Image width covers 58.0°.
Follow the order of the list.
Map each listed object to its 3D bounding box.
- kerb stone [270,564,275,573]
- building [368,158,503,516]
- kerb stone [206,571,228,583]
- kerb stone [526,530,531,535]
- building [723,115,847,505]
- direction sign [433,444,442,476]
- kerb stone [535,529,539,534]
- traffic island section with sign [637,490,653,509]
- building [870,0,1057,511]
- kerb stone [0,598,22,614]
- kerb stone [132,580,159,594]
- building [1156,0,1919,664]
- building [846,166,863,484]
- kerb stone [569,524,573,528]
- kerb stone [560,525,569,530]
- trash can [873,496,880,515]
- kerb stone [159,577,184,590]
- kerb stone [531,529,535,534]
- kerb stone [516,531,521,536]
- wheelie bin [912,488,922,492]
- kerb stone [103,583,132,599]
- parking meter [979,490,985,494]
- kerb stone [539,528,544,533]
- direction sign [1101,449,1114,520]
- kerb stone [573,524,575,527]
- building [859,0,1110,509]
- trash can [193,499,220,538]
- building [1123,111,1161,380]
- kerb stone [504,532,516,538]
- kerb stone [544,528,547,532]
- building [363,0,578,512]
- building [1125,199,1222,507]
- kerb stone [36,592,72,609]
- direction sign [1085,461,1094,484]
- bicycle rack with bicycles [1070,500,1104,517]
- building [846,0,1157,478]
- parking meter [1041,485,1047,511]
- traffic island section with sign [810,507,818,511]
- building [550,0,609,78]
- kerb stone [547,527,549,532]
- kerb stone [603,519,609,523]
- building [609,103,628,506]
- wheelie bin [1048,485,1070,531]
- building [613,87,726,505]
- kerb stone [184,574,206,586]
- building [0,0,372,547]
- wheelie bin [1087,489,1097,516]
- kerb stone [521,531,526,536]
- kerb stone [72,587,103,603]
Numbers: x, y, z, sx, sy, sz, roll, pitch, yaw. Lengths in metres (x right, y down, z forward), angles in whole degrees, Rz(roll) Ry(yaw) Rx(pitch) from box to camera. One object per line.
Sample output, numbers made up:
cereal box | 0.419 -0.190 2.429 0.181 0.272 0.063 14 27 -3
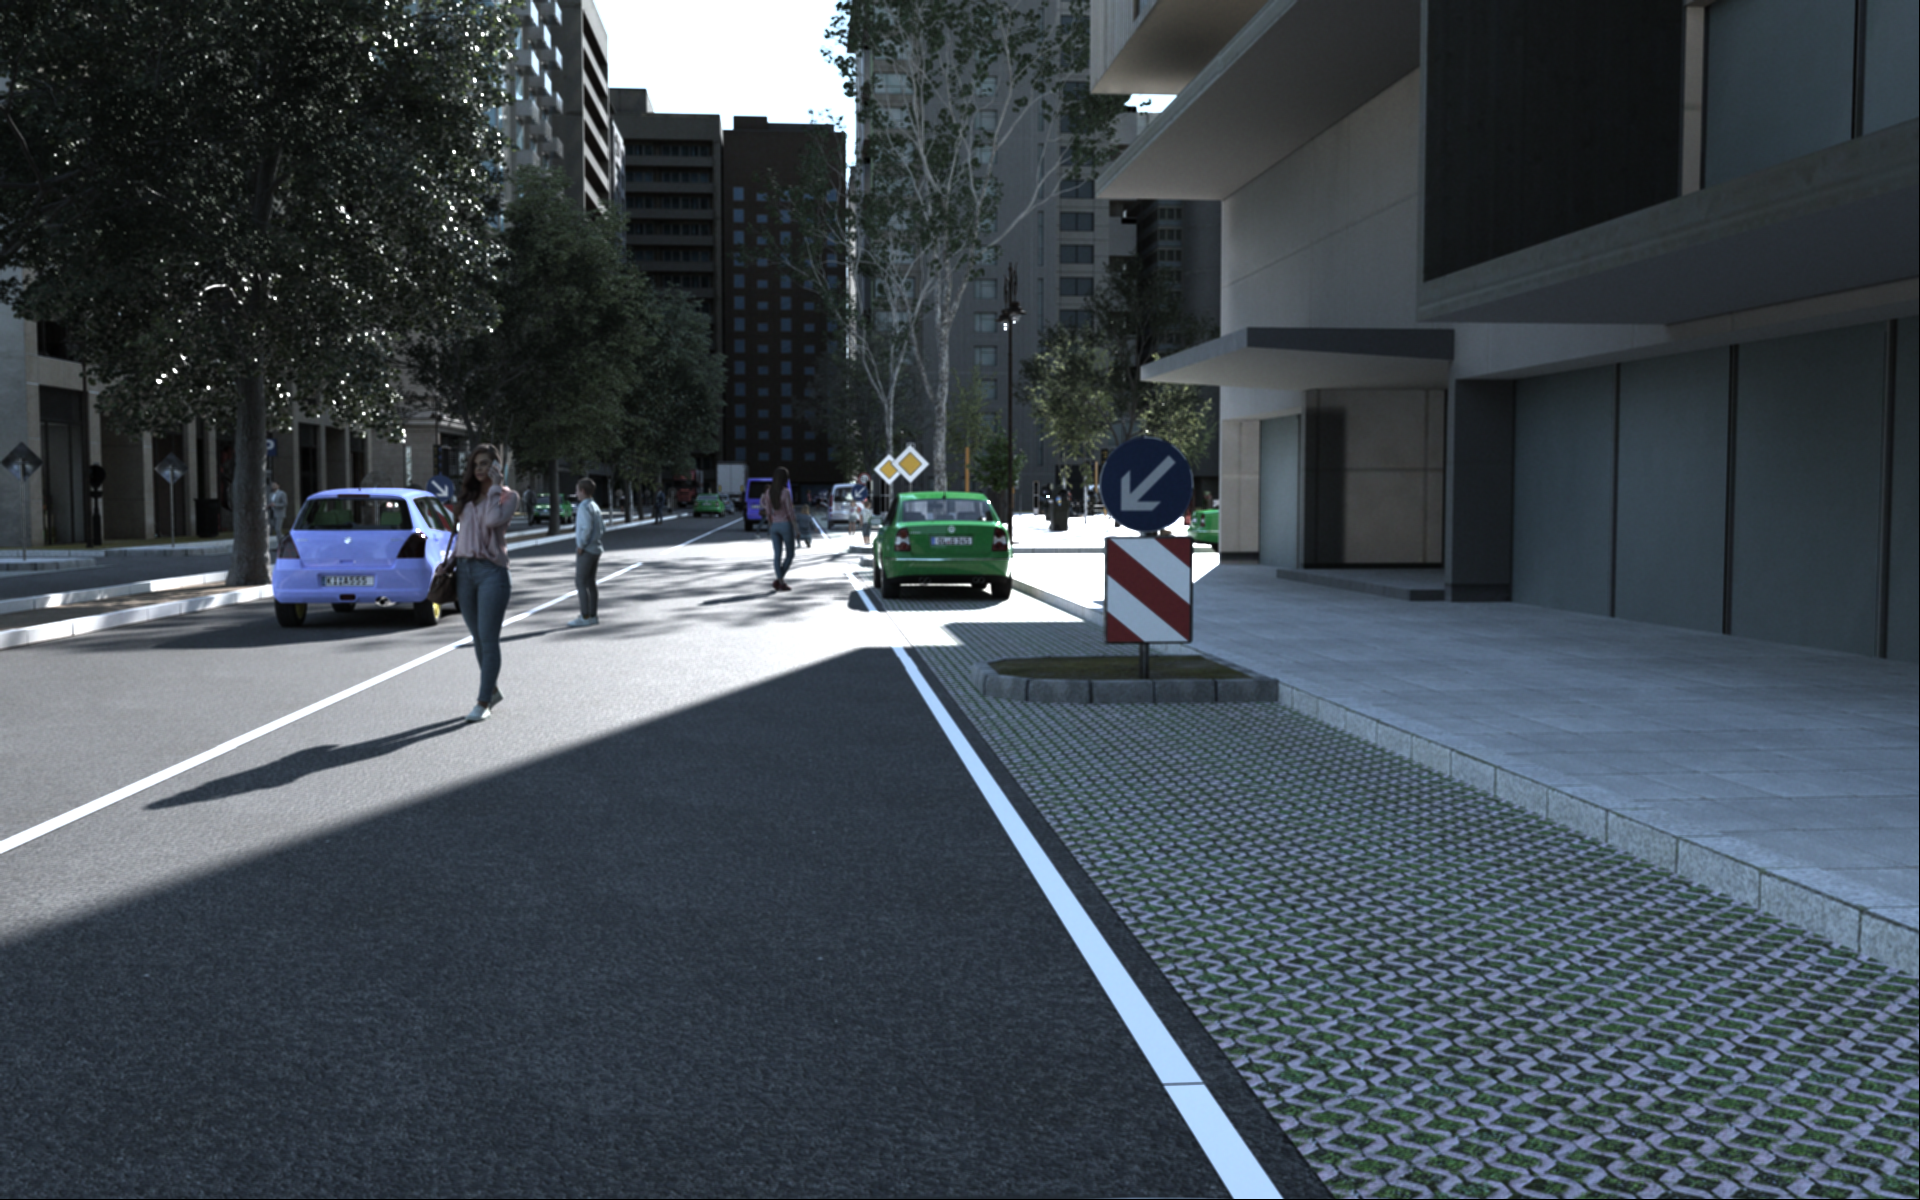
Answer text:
kerb stone | -12.416 -0.544 31.108 0.120 0.150 1.000 0 4 -5
building | -32.898 -14.914 94.752 10.553 20.767 40.483 0 4 -5
kerb stone | -12.125 -0.358 28.047 0.120 0.150 1.000 0 4 -5
kerb stone | -15.157 -2.326 60.219 0.120 0.150 1.000 0 4 -5
building | -20.938 -34.163 208.676 14.200 45.320 14.600 0 4 -5
direction sign | -23.955 -5.350 79.466 0.379 3.537 0.876 0 4 5
kerb stone | -15.348 -2.450 62.255 0.120 0.150 1.000 0 4 -5
traffic island section with sign | -30.544 -9.839 169.503 1.989 1.847 2.006 0 4 -5
building | -0.131 -27.762 137.505 14.154 41.232 14.086 0 4 -5
kerb stone | -11.459 0.080 20.894 0.120 0.150 1.000 0 4 -5
kerb stone | -11.841 -0.170 24.988 0.120 0.150 1.000 0 4 -5
building | 16.936 -26.297 19.202 28.713 52.752 27.495 0 4 -5
building | -6.512 -32.162 209.446 14.086 41.232 14.154 0 4 -5
kerb stone | -16.212 -3.012 71.433 0.120 0.150 1.000 0 4 -5
kerb stone | -16.114 -2.948 70.403 0.120 0.150 1.000 0 4 -5
trash can | -4.895 -5.650 104.027 0.748 1.137 0.748 0 3 0
kerb stone | -11.938 -0.233 26.005 0.120 0.150 1.000 0 4 -5
kerb stone | -15.253 -2.388 61.237 0.120 0.150 1.000 0 4 -5
kerb stone | -14.970 -2.200 58.171 0.120 0.150 1.000 0 4 -5
wheelie bin | -2.282 -5.043 90.359 0.693 1.594 0.980 -3 5 -42
kerb stone | -11.743 -0.106 23.963 0.120 0.150 1.000 0 4 -5
parking meter | 1.458 -6.543 115.384 0.372 1.533 0.369 0 3 0
kerb stone | -15.444 -2.508 63.279 0.120 0.150 1.000 0 4 -5
direction sign | 7.499 -5.797 86.781 0.876 3.537 0.379 1 4 12
kerb stone | -16.305 -3.074 72.454 0.120 0.150 1.000 0 4 -5
building | 1.446 -43.799 154.362 20.563 71.187 20.611 0 4 -5
trash can | -22.108 -2.397 50.850 0.748 1.137 0.748 0 3 0
building | 29.353 -36.559 217.343 30.456 49.044 23.786 0 4 -5
kerb stone | -14.864 -2.131 57.155 0.120 0.150 1.000 0 4 -5
kerb stone | -15.544 -2.575 64.296 0.120 0.150 1.000 0 4 -5
building | -41.924 -31.168 129.198 23.786 49.044 30.456 0 4 -5
building | 29.798 -29.840 179.766 23.993 40.220 32.217 0 4 -5
kerb stone | -11.548 0.017 21.920 0.120 0.150 1.000 0 4 -5
direction sign | 8.787 -7.682 117.597 0.379 3.537 0.876 -3 4 -38
bicycle rack with bicycles | 6.984 -5.250 99.225 2.852 0.926 2.925 2 4 28
building | 3.041 -36.111 179.657 28.713 52.752 27.495 0 4 -5
parking meter | 5.331 -6.366 109.794 0.399 1.863 0.255 0 4 -4
traffic island section with sign | -13.865 -9.980 171.806 1.989 1.847 2.006 0 4 -5
building | -43.210 -32.507 155.196 21.300 48.544 21.600 0 4 -5
kerb stone | -15.644 -2.637 65.313 0.120 0.150 1.000 0 4 -5
kerb stone | -17.657 -3.948 86.749 0.120 0.150 1.000 0 4 -5
building | -42.532 -30.518 182.561 14.086 41.232 14.154 0 4 -5
wheelie bin | 3.451 -3.194 60.125 0.693 1.594 0.980 -1 4 -14
building | -39.088 -35.884 210.399 21.600 48.544 21.300 0 4 -5
kerb stone | -12.033 -0.293 27.029 0.120 0.150 1.000 0 4 -5
building | -33.617 -15.449 57.101 19.350 26.468 34.151 0 4 -5
wheelie bin | 7.724 -5.770 102.254 0.693 1.594 0.980 0 4 8
kerb stone | -15.056 -2.260 59.190 0.120 0.150 1.000 0 4 -5
kerb stone | -11.648 -0.045 22.938 0.120 0.150 1.000 0 4 -5
